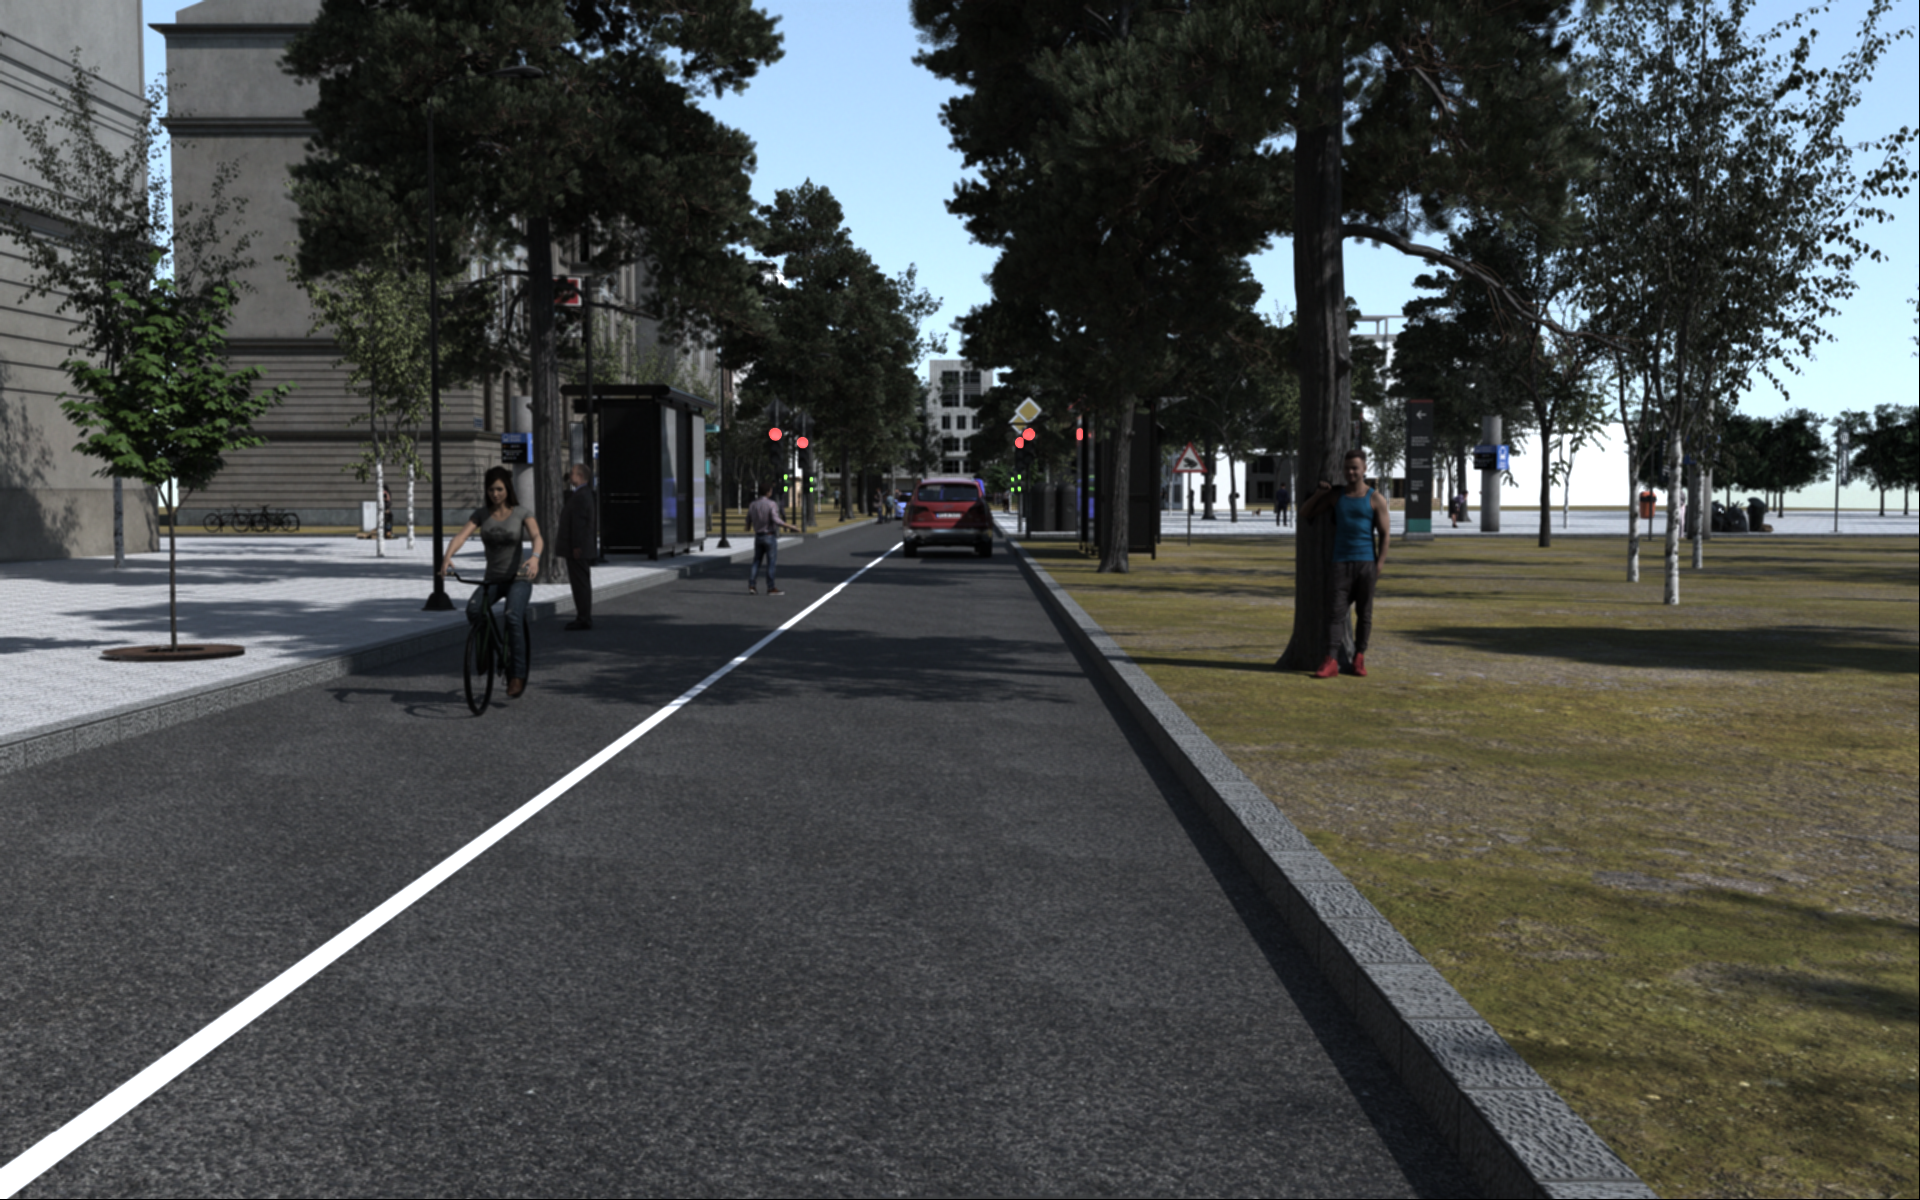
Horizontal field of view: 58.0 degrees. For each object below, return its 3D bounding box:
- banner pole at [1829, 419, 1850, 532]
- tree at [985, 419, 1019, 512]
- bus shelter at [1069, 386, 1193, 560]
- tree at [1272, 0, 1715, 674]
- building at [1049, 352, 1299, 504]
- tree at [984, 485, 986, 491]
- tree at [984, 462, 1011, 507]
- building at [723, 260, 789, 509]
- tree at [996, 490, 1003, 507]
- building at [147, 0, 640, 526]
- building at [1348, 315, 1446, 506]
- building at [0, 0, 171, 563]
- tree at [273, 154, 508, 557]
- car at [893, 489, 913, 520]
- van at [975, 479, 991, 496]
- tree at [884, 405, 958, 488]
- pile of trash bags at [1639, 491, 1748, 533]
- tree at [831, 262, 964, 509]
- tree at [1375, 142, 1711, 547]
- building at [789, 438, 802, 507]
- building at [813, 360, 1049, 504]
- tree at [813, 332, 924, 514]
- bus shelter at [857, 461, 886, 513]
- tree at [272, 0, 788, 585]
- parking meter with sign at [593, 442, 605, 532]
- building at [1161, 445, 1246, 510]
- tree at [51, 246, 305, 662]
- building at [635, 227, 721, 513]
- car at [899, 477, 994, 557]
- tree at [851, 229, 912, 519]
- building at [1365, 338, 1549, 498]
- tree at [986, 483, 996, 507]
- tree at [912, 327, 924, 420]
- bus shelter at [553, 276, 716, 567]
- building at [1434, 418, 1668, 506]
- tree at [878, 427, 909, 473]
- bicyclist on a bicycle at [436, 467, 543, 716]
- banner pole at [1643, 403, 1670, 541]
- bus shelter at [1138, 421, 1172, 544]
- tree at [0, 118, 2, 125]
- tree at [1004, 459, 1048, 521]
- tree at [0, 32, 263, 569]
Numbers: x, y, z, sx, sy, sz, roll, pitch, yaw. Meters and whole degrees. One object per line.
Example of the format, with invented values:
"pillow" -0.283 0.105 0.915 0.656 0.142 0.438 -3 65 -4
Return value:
"banner pole" 29.690 -4.178 58.332 0.863 3.779 0.401 -2 4 -32
"tree" 3.823 -10.749 126.110 4.360 8.622 3.978 0 3 0
"bus shelter" 3.513 -3.688 37.926 2.179 5.291 8.768 0 4 0
"tree" 2.596 -5.515 12.233 6.751 12.117 7.091 0 3 0
"building" 28.101 -24.305 241.360 32.646 21.610 27.936 0 4 0
"tree" 3.185 -11.862 188.538 1.663 3.219 1.824 0 3 0
"tree" 4.000 -11.331 168.973 4.285 4.588 4.351 0 3 0
"building" -30.380 -18.676 149.322 27.936 21.610 32.646 0 4 0
"tree" 3.429 -6.848 106.568 1.663 3.219 1.824 0 3 0
"building" -24.261 -16.267 85.050 14.460 24.649 34.723 0 4 0
"building" 45.446 -20.364 189.370 11.380 20.091 16.016 0 4 0
"building" -31.987 -12.061 30.475 30.059 22.955 16.112 0 4 0
"tree" -11.630 -5.192 35.258 4.737 8.622 4.395 0 3 0
"car" -2.697 -5.282 95.952 1.945 1.707 3.694 0 4 1
"van" 0.132 -4.137 72.025 2.240 2.365 5.245 0 4 2
"tree" -4.732 -15.078 180.936 8.767 10.594 7.601 -3 5 -43
"pile of trash bags" 24.278 -2.932 57.687 3.447 1.369 1.912 0 4 -2
"tree" -5.747 -17.594 143.545 12.611 20.169 13.585 0 3 0
"tree" 14.425 -6.568 41.797 7.601 10.594 8.767 -3 5 -41
"building" -22.784 -20.443 190.659 11.380 20.091 16.016 0 4 0
"building" -3.998 -22.599 235.958 31.486 18.905 16.747 0 4 0
"tree" -6.065 -11.705 109.511 7.486 12.596 7.792 0 3 0
"bus shelter" -5.967 -7.793 118.699 1.731 3.624 6.357 0 4 0
"tree" -6.120 -7.149 24.308 7.806 13.903 7.818 0 3 0
"parking meter with sign" -12.269 -3.847 59.154 0.543 3.016 1.738 0 4 -3
"building" 18.920 -12.998 154.659 9.099 9.664 28.070 0 4 0
"tree" -6.333 -1.169 13.717 1.663 3.219 1.824 0 3 0
"building" -22.883 -18.014 112.545 12.078 24.808 19.932 0 4 0
"car" -0.312 -1.965 40.807 2.281 1.827 5.304 0 4 -1
"tree" -6.221 -9.833 68.185 7.806 13.903 7.818 0 3 0
"building" 60.800 -24.298 241.251 32.646 21.610 27.936 0 4 0
"tree" 4.050 -11.146 176.845 1.663 3.219 1.824 0 3 0
"tree" -5.871 -11.094 88.814 7.806 13.903 7.818 0 3 0
"bus shelter" -6.592 -3.482 34.555 2.179 5.291 8.768 0 4 0
"building" 65.196 -15.389 193.756 28.070 9.664 9.099 0 4 0
"tree" -6.189 -10.956 129.500 4.360 8.622 3.978 0 3 0
"bicyclist on a bicycle" -3.105 -0.100 11.657 1.499 1.676 1.625 0 4 0
"banner pole" 19.259 -3.522 47.602 0.863 3.779 0.401 1 4 10
"bus shelter" 4.403 -3.242 46.926 2.014 3.302 5.546 0 4 0
"tree" -14.325 -4.369 21.794 4.737 8.622 4.395 0 3 0
"tree" 3.425 -5.336 81.850 1.663 3.219 1.824 0 3 0
"tree" -14.244 -4.849 29.647 4.360 8.622 3.978 0 3 0
